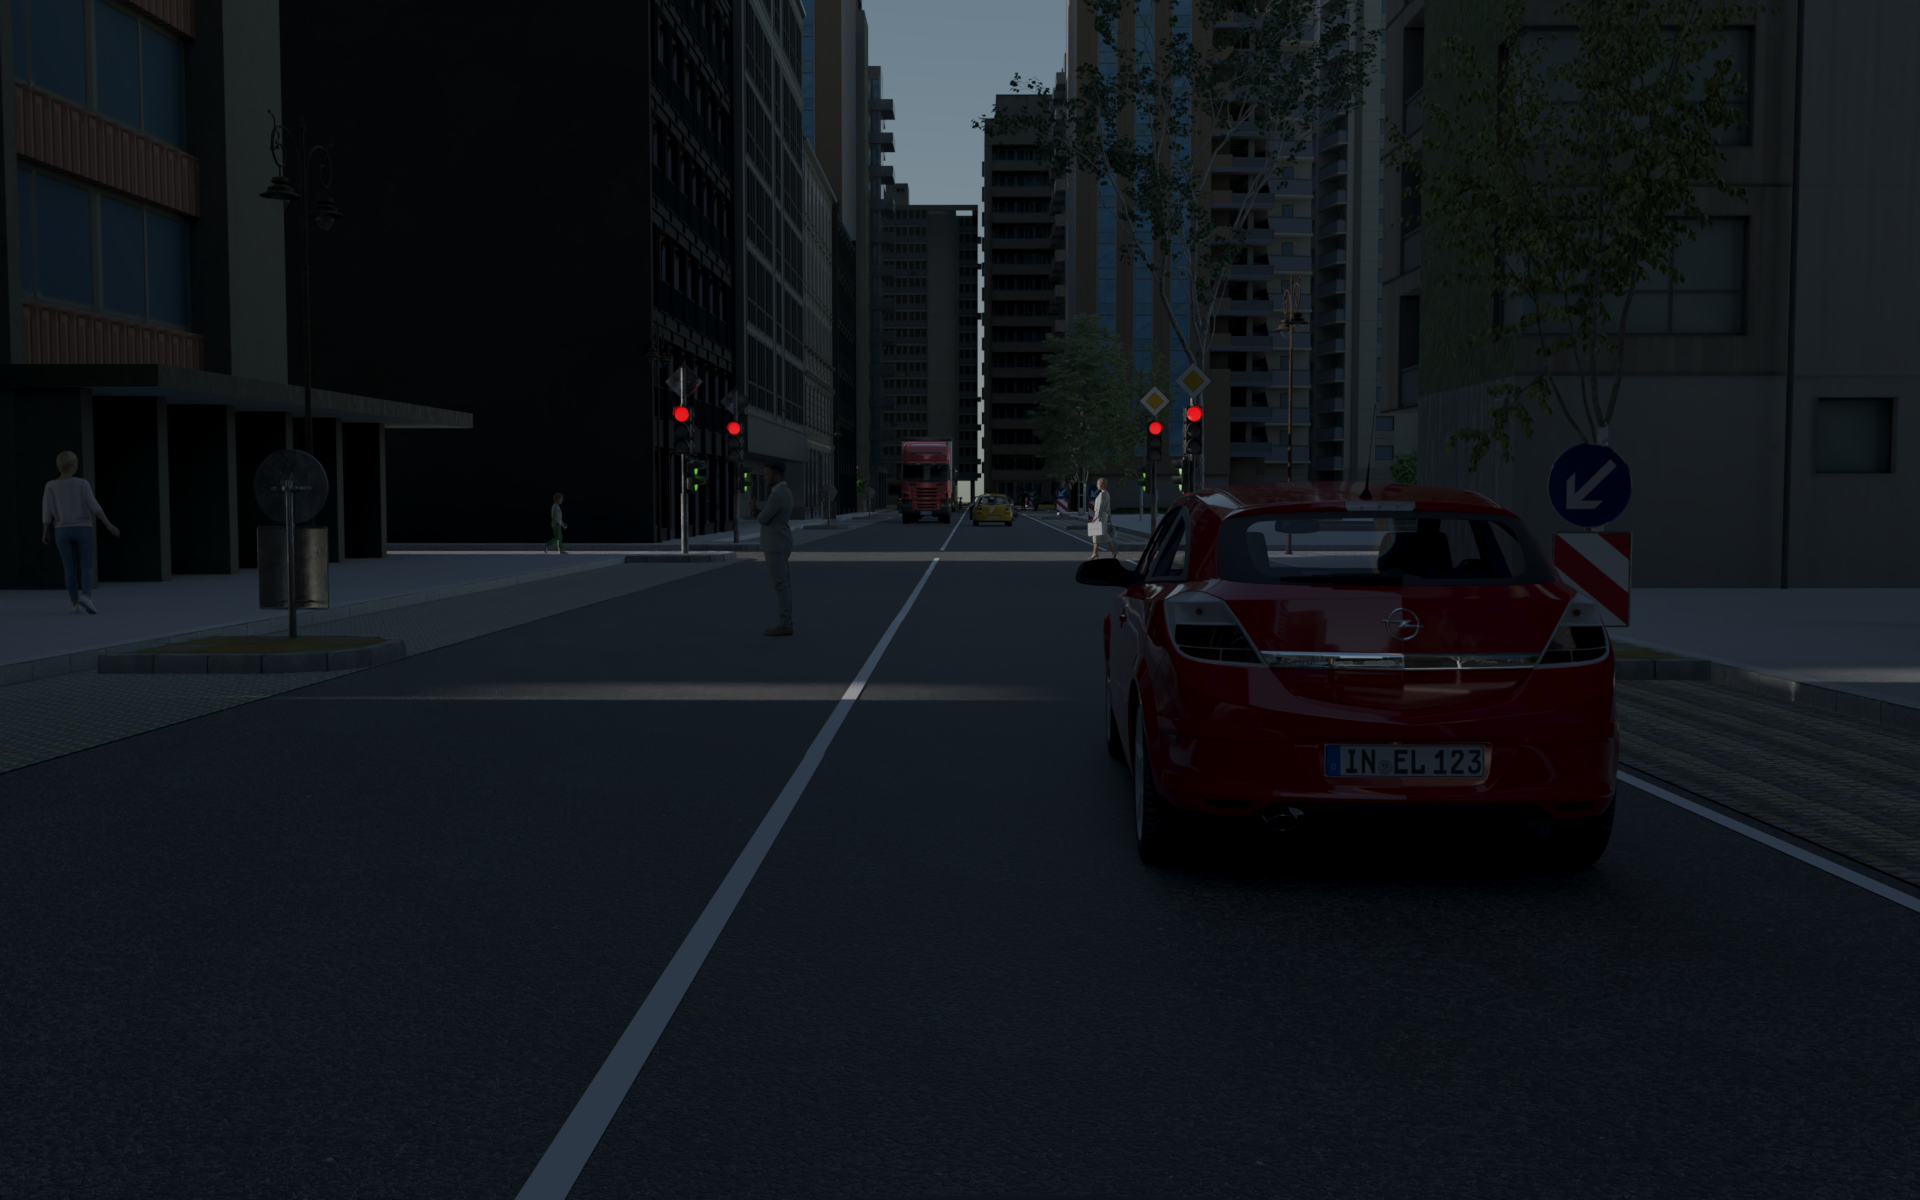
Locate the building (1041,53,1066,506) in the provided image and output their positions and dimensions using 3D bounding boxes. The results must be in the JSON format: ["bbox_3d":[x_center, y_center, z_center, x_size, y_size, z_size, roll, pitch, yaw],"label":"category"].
[{"bbox_3d":[20.685,-34.297,180.369,23.786,49.044,30.456,0,4,1],"label":"building"}]

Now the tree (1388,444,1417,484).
[{"bbox_3d":[29.652,-7.932,113.396,4.285,4.588,4.351,0,3,0],"label":"tree"}]

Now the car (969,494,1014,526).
[{"bbox_3d":[1.442,-4.151,78.098,2.015,1.641,3.980,0,4,-1],"label":"car"}]

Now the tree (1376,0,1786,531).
[{"bbox_3d":[6.964,-4.202,19.067,4.737,8.622,4.395,0,3,0],"label":"tree"}]

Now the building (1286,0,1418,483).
[{"bbox_3d":[51.438,-39.300,184.557,28.212,58.520,21.231,0,4,1],"label":"building"}]

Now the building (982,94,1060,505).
[{"bbox_3d":[13.467,-36.077,213.558,21.600,48.544,21.300,0,4,1],"label":"building"}]

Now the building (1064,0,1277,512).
[{"bbox_3d":[15.150,-29.294,129.074,14.600,45.320,14.200,0,4,1],"label":"building"}]

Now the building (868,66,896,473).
[{"bbox_3d":[-22.300,-34.548,184.471,30.456,49.044,23.786,0,4,1],"label":"building"}]

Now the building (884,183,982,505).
[{"bbox_3d":[-9.278,-32.249,219.149,23.993,40.220,32.217,0,4,1],"label":"building"}]

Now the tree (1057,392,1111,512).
[{"bbox_3d":[8.633,-10.395,120.315,4.360,8.622,3.978,0,3,0],"label":"tree"}]

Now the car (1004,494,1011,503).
[{"bbox_3d":[3.270,-8.010,142.760,2.131,1.459,4.920,0,4,-1],"label":"car"}]

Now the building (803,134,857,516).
[{"bbox_3d":[-13.327,-17.198,110.869,12.332,23.373,15.834,0,4,1],"label":"building"}]

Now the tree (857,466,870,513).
[{"bbox_3d":[-7.171,-7.689,120.320,1.663,3.219,1.824,0,3,0],"label":"tree"}]

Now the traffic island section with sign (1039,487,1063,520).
[{"bbox_3d":[5.587,-5.425,97.318,1.989,1.847,2.006,0,4,1],"label":"traffic island section with sign"}]

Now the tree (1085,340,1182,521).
[{"bbox_3d":[8.366,-8.042,81.841,4.737,8.622,4.395,0,3,0],"label":"tree"}]

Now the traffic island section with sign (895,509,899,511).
[{"bbox_3d":[-4.545,-8.511,147.782,1.989,1.847,2.006,0,4,1],"label":"traffic island section with sign"}]

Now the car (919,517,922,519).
[{"bbox_3d":[-1.601,-5.328,99.692,1.945,1.354,3.894,0,4,-1],"label":"car"}]

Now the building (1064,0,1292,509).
[{"bbox_3d":[19.645,-37.193,150.096,21.231,58.520,28.212,0,4,1],"label":"building"}]

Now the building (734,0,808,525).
[{"bbox_3d":[-14.576,-17.035,72.026,14.314,27.812,24.014,0,4,1],"label":"building"}]

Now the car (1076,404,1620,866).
[{"bbox_3d":[1.637,0.053,8.179,2.155,1.783,4.494,0,4,2],"label":"car"}]

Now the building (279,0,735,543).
[{"bbox_3d":[-14.028,-13.614,52.268,12.332,23.373,15.834,0,4,1],"label":"building"}]

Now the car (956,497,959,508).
[{"bbox_3d":[-1.017,-10.138,175.343,1.945,1.707,3.694,0,4,-1],"label":"car"}]

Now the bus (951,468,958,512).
[{"bbox_3d":[-1.614,-9.267,143.067,2.896,3.916,12.252,0,4,1],"label":"bus"}]

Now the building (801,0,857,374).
[{"bbox_3d":[-15.027,-29.196,127.468,14.600,45.320,14.200,0,4,1],"label":"building"}]

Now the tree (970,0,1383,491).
[{"bbox_3d":[6.536,-12.342,57.677,12.611,20.169,13.585,0,3,0],"label":"tree"}]

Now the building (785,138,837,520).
[{"bbox_3d":[-12.217,-14.945,93.497,9.793,20.994,18.267,0,4,1],"label":"building"}]

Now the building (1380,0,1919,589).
[{"bbox_3d":[14.597,-21.134,29.128,14.154,41.232,14.086,0,4,1],"label":"building"}]

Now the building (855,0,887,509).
[{"bbox_3d":[-17.216,-44.059,158.622,20.563,71.187,20.611,0,4,1],"label":"building"}]

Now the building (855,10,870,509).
[{"bbox_3d":[-14.899,-28.044,142.117,14.154,41.232,14.086,0,4,1],"label":"building"}]

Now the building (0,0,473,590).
[{"bbox_3d":[-25.008,-22.683,25.485,28.867,44.769,22.147,0,4,1],"label":"building"}]

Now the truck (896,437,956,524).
[{"bbox_3d":[-1.629,-6.012,87.217,2.839,4.237,11.283,0,4,0],"label":"truck"}]

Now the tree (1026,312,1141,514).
[{"bbox_3d":[8.009,-11.632,108.314,7.486,12.596,7.792,0,3,0],"label":"tree"}]

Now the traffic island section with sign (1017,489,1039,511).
[{"bbox_3d":[6.076,-8.516,147.858,1.989,1.847,2.006,0,4,1],"label":"traffic island section with sign"}]

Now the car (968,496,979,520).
[{"bbox_3d":[1.407,-5.212,97.803,1.945,1.354,3.894,0,4,1],"label":"car"}]
